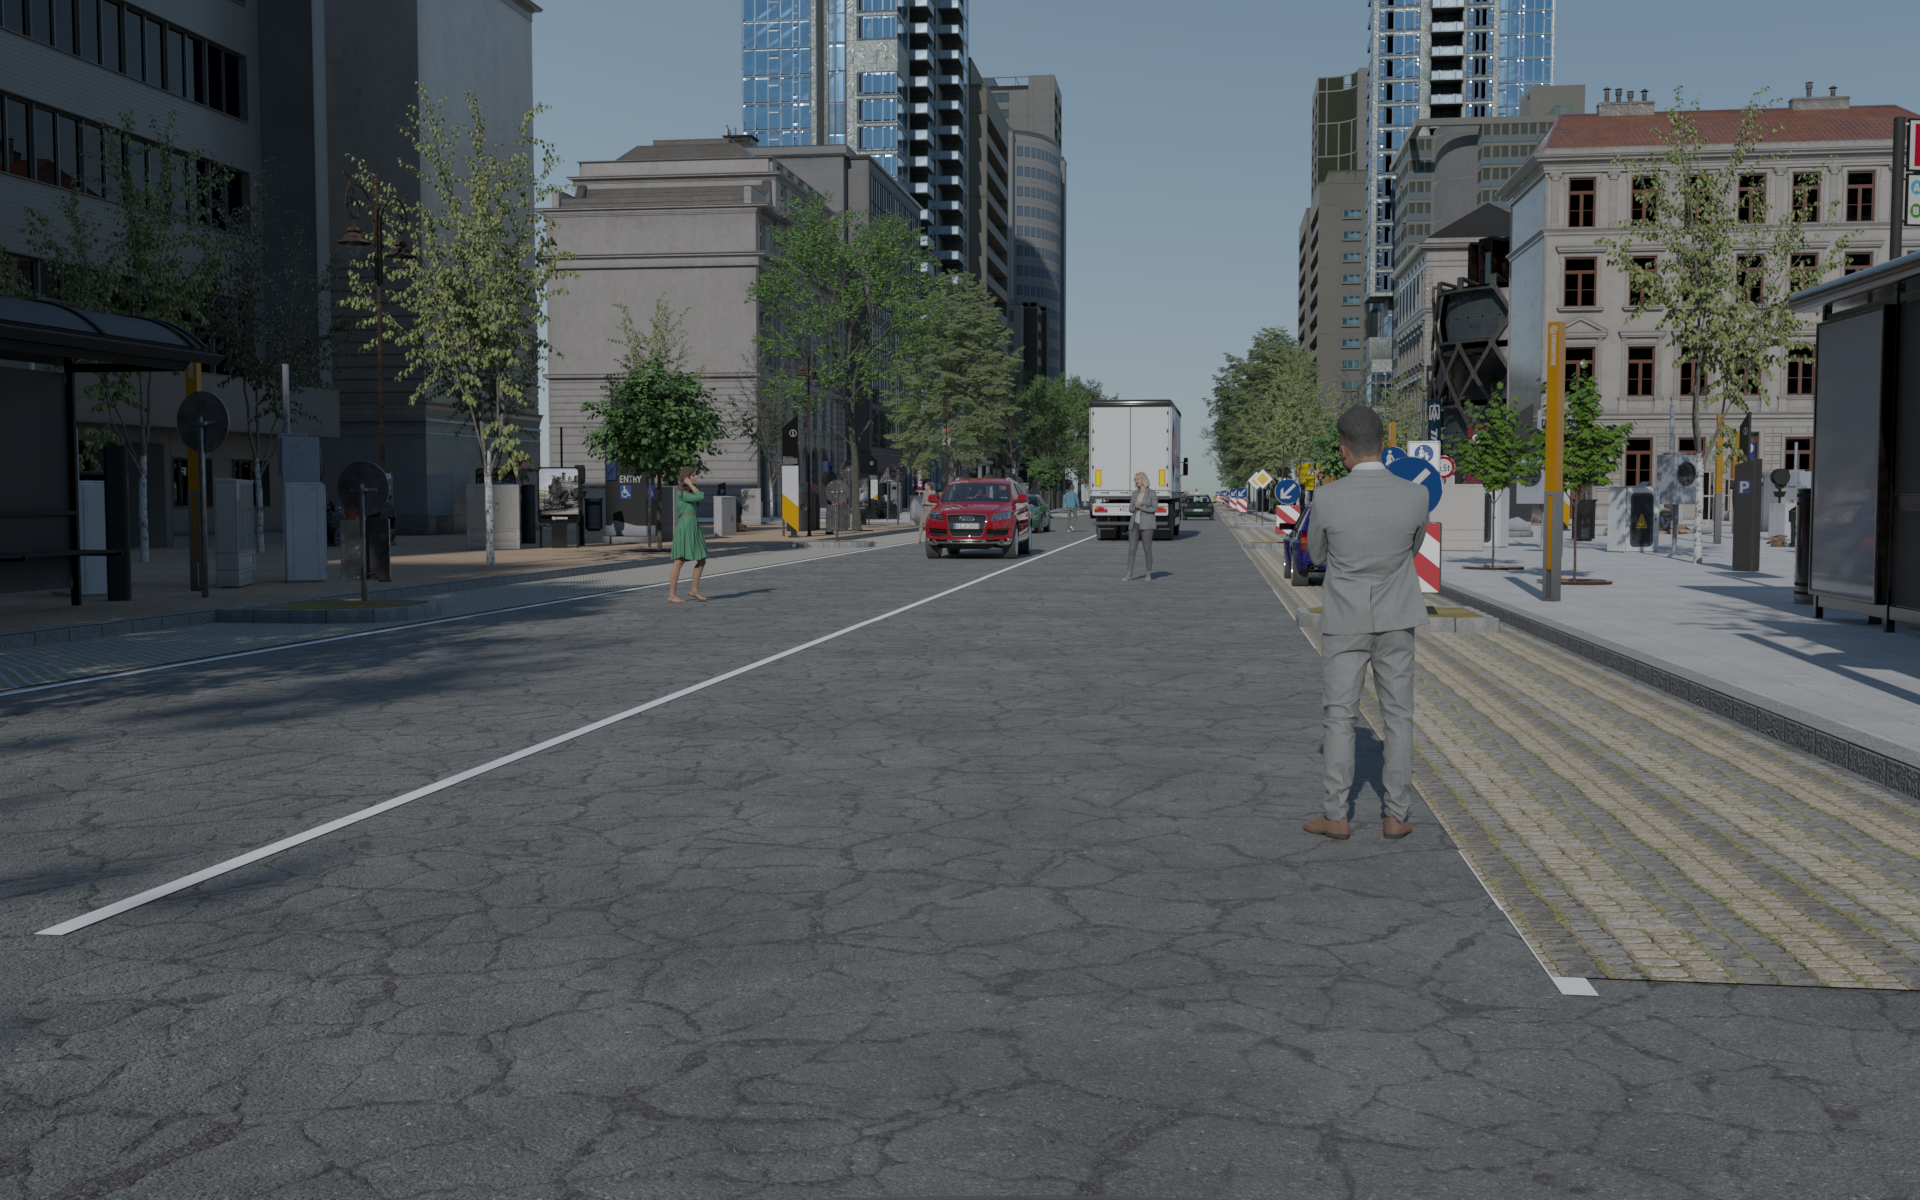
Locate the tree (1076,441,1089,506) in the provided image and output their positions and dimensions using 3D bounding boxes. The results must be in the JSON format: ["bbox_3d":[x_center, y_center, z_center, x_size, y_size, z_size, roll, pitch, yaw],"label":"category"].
[{"bbox_3d":[13.955,-14.642,189.751,4.737,8.622,4.395,0,3,0],"label":"tree"}]

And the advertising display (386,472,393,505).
[{"bbox_3d":[-16.724,-2.719,49.664,0.123,1.923,0.974,3,5,42],"label":"advertising display"}]

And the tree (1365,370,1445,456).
[{"bbox_3d":[26.781,-9.379,103.706,4.737,8.622,4.395,0,3,0],"label":"tree"}]

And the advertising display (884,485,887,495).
[{"bbox_3d":[-5.197,-7.051,120.501,0.123,1.923,0.974,0,4,-6],"label":"advertising display"}]

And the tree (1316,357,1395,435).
[{"bbox_3d":[21.030,-8.697,92.563,4.360,8.622,3.978,0,3,0],"label":"tree"}]

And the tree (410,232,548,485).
[{"bbox_3d":[-13.357,-6.013,48.669,4.360,8.622,3.978,0,3,0],"label":"tree"}]

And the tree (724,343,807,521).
[{"bbox_3d":[-9.145,-8.113,83.013,4.360,8.622,3.978,0,3,0],"label":"tree"}]

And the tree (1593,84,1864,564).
[{"bbox_3d":[13.841,-4.971,31.642,4.737,8.622,4.395,0,3,0],"label":"tree"}]

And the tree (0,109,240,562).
[{"bbox_3d":[-15.733,-5.035,32.689,4.737,8.622,4.395,0,3,0],"label":"tree"}]

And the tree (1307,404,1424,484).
[{"bbox_3d":[14.393,-4.846,62.939,4.285,4.588,4.351,0,3,0],"label":"tree"}]

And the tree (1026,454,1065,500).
[{"bbox_3d":[6.743,-9.422,137.756,4.285,4.588,4.351,0,3,0],"label":"tree"}]

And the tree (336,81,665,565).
[{"bbox_3d":[-8.611,-4.922,30.841,4.737,8.622,4.395,0,3,0],"label":"tree"}]

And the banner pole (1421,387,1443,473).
[{"bbox_3d":[10.910,-3.074,40.274,0.401,3.779,0.863,-2,4,-24],"label":"banner pole"}]

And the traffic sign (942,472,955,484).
[{"bbox_3d":[-0.659,-6.014,98.436,0.768,2.556,0.104,1,4,12],"label":"traffic sign"}]

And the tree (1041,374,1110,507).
[{"bbox_3d":[11.536,-15.206,165.633,9.611,12.733,9.660,0,3,0],"label":"tree"}]

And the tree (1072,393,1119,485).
[{"bbox_3d":[18.065,-18.970,216.812,9.857,13.997,8.962,0,3,0],"label":"tree"}]

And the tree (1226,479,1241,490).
[{"bbox_3d":[46.383,-18.767,290.550,4.285,4.588,4.351,0,3,0],"label":"tree"}]

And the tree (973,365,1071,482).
[{"bbox_3d":[4.168,-11.463,121.840,8.767,10.594,7.601,2,4,30],"label":"tree"}]

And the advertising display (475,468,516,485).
[{"bbox_3d":[-11.551,-2.319,43.130,0.974,1.923,0.123,-1,4,-20],"label":"advertising display"}]

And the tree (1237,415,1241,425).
[{"bbox_3d":[19.157,-9.414,104.277,4.737,8.622,4.395,0,3,0],"label":"tree"}]

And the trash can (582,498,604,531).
[{"bbox_3d":[-12.709,-2.962,60.090,0.748,1.137,0.748,0,3,0],"label":"trash can"}]

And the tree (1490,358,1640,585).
[{"bbox_3d":[8.865,-1.836,24.614,1.663,3.219,1.824,0,3,0],"label":"tree"}]

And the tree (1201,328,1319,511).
[{"bbox_3d":[23.556,-13.947,134.687,9.857,13.997,8.962,0,3,0],"label":"tree"}]

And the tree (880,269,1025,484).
[{"bbox_3d":[-0.091,-10.367,87.622,7.486,12.596,7.792,0,3,0],"label":"tree"}]

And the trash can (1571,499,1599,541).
[{"bbox_3d":[17.016,-2.178,47.260,0.748,1.137,0.748,0,3,0],"label":"trash can"}]

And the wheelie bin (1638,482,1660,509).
[{"bbox_3d":[17.628,-2.245,44.620,0.693,1.594,0.980,0,4,2],"label":"wheelie bin"}]

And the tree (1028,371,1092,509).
[{"bbox_3d":[7.605,-13.522,146.834,9.928,11.665,9.643,0,3,0],"label":"tree"}]

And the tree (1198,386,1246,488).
[{"bbox_3d":[31.117,-17.066,189.399,12.009,13.543,11.850,0,3,0],"label":"tree"}]

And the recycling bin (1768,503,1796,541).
[{"bbox_3d":[22.883,-2.160,47.869,0.722,1.027,0.722,-1,4,-13],"label":"recycling bin"}]

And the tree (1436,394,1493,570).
[{"bbox_3d":[9.230,-2.134,29.493,1.663,3.219,1.824,0,3,0],"label":"tree"}]

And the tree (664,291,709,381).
[{"bbox_3d":[-11.390,-6.933,63.724,4.737,8.622,4.395,0,3,0],"label":"tree"}]

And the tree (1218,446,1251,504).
[{"bbox_3d":[38.926,-19.164,239.090,9.928,11.665,9.643,0,3,0],"label":"tree"}]

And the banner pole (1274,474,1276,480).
[{"bbox_3d":[26.179,-9.423,144.076,0.401,3.779,0.863,2,4,25],"label":"banner pole"}]

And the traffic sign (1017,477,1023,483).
[{"bbox_3d":[4.337,-7.895,129.186,0.768,2.556,0.104,1,4,12],"label":"traffic sign"}]

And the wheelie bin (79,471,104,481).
[{"bbox_3d":[-12.221,-0.998,24.225,0.980,1.594,0.693,-2,4,-26],"label":"wheelie bin"}]

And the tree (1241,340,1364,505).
[{"bbox_3d":[16.241,-8.085,82.557,4.737,8.622,4.395,0,3,0],"label":"tree"}]

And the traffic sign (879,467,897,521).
[{"bbox_3d":[-3.420,-5.011,81.936,0.884,2.594,0.081,1,4,11],"label":"traffic sign"}]

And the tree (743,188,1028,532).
[{"bbox_3d":[-3.712,-8.188,59.621,9.928,11.665,9.643,0,3,0],"label":"tree"}]

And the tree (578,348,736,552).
[{"bbox_3d":[-6.687,-3.372,38.846,4.285,4.588,4.351,0,3,0],"label":"tree"}]

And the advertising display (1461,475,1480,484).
[{"bbox_3d":[16.749,-3.155,56.806,0.123,1.923,0.974,-1,4,-16],"label":"advertising display"}]

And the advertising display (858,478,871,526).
[{"bbox_3d":[-3.960,-4.010,70.784,0.123,1.923,0.974,-3,4,-37],"label":"advertising display"}]

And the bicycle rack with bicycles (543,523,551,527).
[{"bbox_3d":[-17.234,-3.375,68.556,2.925,0.926,2.852,1,4,21],"label":"bicycle rack with bicycles"}]

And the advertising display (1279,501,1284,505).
[{"bbox_3d":[16.645,-5.190,90.066,0.123,1.923,0.974,1,4,9],"label":"advertising display"}]

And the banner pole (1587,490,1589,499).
[{"bbox_3d":[25.072,-4.795,68.422,0.863,3.779,0.401,1,4,18],"label":"banner pole"}]

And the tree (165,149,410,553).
[{"bbox_3d":[-15.144,-5.342,37.710,4.360,8.622,3.978,0,3,0],"label":"tree"}]

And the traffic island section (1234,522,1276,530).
[{"bbox_3d":[13.338,-3.396,77.813,2.009,0.180,2.903,0,4,8],"label":"traffic island section"}]

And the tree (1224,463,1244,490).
[{"bbox_3d":[40.055,-18.388,250.999,4.360,8.622,3.978,0,3,0],"label":"tree"}]

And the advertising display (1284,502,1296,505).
[{"bbox_3d":[17.439,-5.270,91.375,0.974,1.923,0.123,-2,4,-28],"label":"advertising display"}]

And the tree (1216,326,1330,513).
[{"bbox_3d":[21.491,-12.172,117.132,7.486,12.596,7.792,0,3,0],"label":"tree"}]

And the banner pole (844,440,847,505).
[{"bbox_3d":[-5.308,-5.516,80.197,0.401,3.779,0.863,0,4,-7],"label":"banner pole"}]

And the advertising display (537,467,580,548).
[{"bbox_3d":[-9.512,-2.193,41.069,0.974,1.923,0.123,-1,4,-14],"label":"advertising display"}]

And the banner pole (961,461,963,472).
[{"bbox_3d":[0.090,-6.472,95.831,0.401,3.779,0.863,0,4,6],"label":"banner pole"}]
